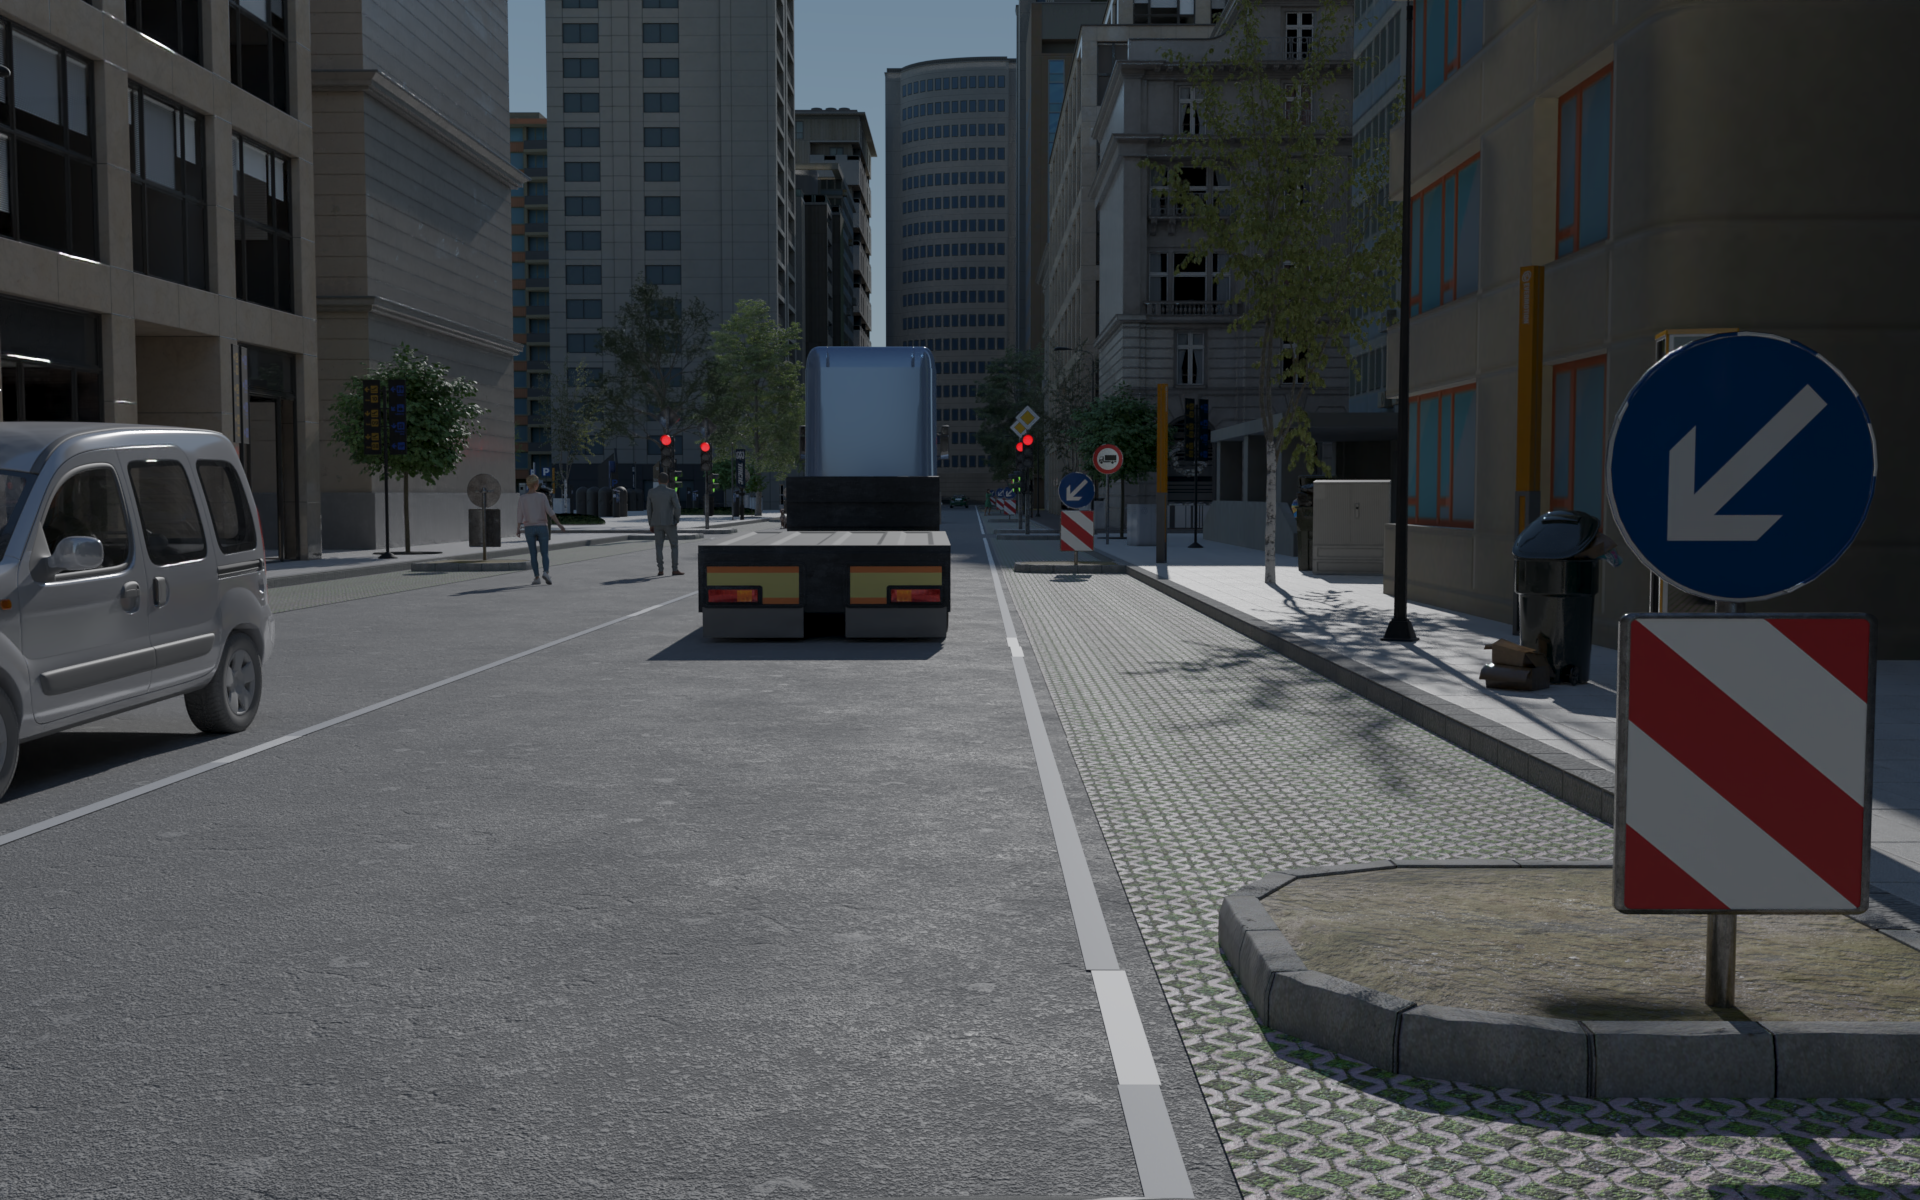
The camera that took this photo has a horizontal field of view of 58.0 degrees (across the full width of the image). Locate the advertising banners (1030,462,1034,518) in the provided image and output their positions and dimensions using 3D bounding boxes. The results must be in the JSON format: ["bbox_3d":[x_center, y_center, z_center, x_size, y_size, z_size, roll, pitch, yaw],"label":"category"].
[{"bbox_3d":[3.940,-6.008,94.412,0.090,3.025,2.074,0,4,6],"label":"advertising banners"}]

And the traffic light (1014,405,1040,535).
[{"bbox_3d":[2.120,-4.033,54.868,0.839,4.253,0.868,0,4,0],"label":"traffic light"}]

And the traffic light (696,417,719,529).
[{"bbox_3d":[-9.184,-4.526,62.917,0.839,4.253,0.868,0,4,0],"label":"traffic light"}]

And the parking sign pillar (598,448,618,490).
[{"bbox_3d":[-20.162,-6.878,100.921,1.447,3.967,1.447,-1,4,-15],"label":"parking sign pillar"}]

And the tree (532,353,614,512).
[{"bbox_3d":[-20.546,-8.589,90.800,4.360,8.622,3.978,0,3,0],"label":"tree"}]

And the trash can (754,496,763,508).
[{"bbox_3d":[-15.489,-7.434,133.206,0.748,1.137,0.748,0,3,0],"label":"trash can"}]

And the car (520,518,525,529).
[{"bbox_3d":[-17.255,-2.892,59.654,4.827,1.381,2.083,0,4,1],"label":"car"}]

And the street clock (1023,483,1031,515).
[{"bbox_3d":[4.073,-6.358,108.519,0.358,2.002,0.471,1,4,11],"label":"street clock"}]

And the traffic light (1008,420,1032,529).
[{"bbox_3d":[2.177,-4.522,62.853,0.839,4.253,0.868,0,4,0],"label":"traffic light"}]

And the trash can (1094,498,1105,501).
[{"bbox_3d":[4.964,-3.177,63.597,0.748,1.137,0.748,0,3,0],"label":"trash can"}]

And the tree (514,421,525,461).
[{"bbox_3d":[-36.112,-11.256,134.395,4.737,8.622,4.395,0,3,0],"label":"tree"}]

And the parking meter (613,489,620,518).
[{"bbox_3d":[-18.720,-5.256,94.351,0.372,1.533,0.369,0,3,0],"label":"parking meter"}]

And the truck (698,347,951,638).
[{"bbox_3d":[-1.503,-2.208,25.859,2.967,4.110,18.799,0,4,-1],"label":"truck"}]

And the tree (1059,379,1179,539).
[{"bbox_3d":[4.581,-4.042,49.794,4.285,4.588,4.351,0,3,0],"label":"tree"}]

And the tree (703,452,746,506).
[{"bbox_3d":[-17.659,-8.945,129.964,4.285,4.588,4.351,0,3,0],"label":"tree"}]

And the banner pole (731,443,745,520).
[{"bbox_3d":[-10.856,-5.774,84.420,0.863,3.779,0.401,-1,4,-11],"label":"banner pole"}]

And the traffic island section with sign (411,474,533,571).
[{"bbox_3d":[-9.114,-1.479,32.811,1.989,1.847,2.006,0,4,0],"label":"traffic island section with sign"}]

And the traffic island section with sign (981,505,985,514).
[{"bbox_3d":[2.595,-6.517,115.173,1.989,1.847,2.006,0,4,0],"label":"traffic island section with sign"}]

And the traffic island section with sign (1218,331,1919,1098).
[{"bbox_3d":[1.812,0.221,5.021,1.989,1.847,2.006,0,4,0],"label":"traffic island section with sign"}]

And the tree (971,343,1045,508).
[{"bbox_3d":[5.549,-14.562,144.742,9.857,13.997,8.962,0,3,0],"label":"tree"}]

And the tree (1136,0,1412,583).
[{"bbox_3d":[4.706,-4.544,24.665,4.737,8.622,4.395,0,3,0],"label":"tree"}]

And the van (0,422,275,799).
[{"bbox_3d":[-5.172,-0.126,9.074,2.013,2.044,4.112,0,4,2],"label":"van"}]

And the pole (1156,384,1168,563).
[{"bbox_3d":[3.746,-2.340,32.095,0.158,3.312,0.155,0,3,0],"label":"pole"}]

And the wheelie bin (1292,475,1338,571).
[{"bbox_3d":[6.014,-1.291,29.018,0.980,1.594,0.693,1,4,21],"label":"wheelie bin"}]

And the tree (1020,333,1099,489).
[{"bbox_3d":[4.856,-7.832,78.407,4.360,8.622,3.978,0,3,0],"label":"tree"}]

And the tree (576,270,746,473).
[{"bbox_3d":[-12.643,-8.478,73.029,7.601,10.594,8.767,-1,4,-15],"label":"tree"}]

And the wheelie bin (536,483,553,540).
[{"bbox_3d":[-11.660,-2.462,48.156,0.693,1.594,0.980,-1,4,-18],"label":"wheelie bin"}]

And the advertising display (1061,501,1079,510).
[{"bbox_3d":[4.857,-4.309,75.662,0.974,1.923,0.123,2,4,34],"label":"advertising display"}]

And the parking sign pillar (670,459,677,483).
[{"bbox_3d":[-21.974,-8.758,131.669,1.447,3.967,1.447,1,4,15],"label":"parking sign pillar"}]

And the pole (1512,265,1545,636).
[{"bbox_3d":[5.122,-1.331,15.599,0.158,3.312,0.155,0,3,0],"label":"pole"}]

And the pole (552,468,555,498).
[{"bbox_3d":[-31.615,-8.618,134.744,0.158,3.312,0.155,0,3,0],"label":"pole"}]

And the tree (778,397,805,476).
[{"bbox_3d":[-11.522,-10.781,126.630,4.737,8.622,4.395,0,3,0],"label":"tree"}]

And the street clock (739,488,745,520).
[{"bbox_3d":[-10.726,-4.933,85.228,0.358,2.002,0.471,0,4,4],"label":"street clock"}]

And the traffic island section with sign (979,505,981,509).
[{"bbox_3d":[2.948,-9.584,165.328,1.989,1.847,2.006,0,4,0],"label":"traffic island section with sign"}]

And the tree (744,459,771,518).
[{"bbox_3d":[-11.355,-6.098,94.298,1.663,3.219,1.824,0,3,0],"label":"tree"}]

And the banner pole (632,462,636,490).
[{"bbox_3d":[-25.132,-8.789,133.710,0.401,3.779,0.863,1,4,13],"label":"banner pole"}]

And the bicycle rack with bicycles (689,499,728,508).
[{"bbox_3d":[-17.884,-6.682,122.638,2.925,0.926,2.852,-3,4,-37],"label":"bicycle rack with bicycles"}]

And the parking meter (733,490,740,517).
[{"bbox_3d":[-12.636,-5.465,97.762,0.372,1.533,0.369,0,3,0],"label":"parking meter"}]

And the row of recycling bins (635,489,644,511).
[{"bbox_3d":[-25.028,-7.489,129.556,1.069,1.692,3.534,2,4,35],"label":"row of recycling bins"}]

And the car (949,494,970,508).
[{"bbox_3d":[-0.077,-10.027,175.736,2.131,1.459,4.920,0,4,2],"label":"car"}]

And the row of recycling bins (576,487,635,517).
[{"bbox_3d":[-20.216,-5.535,97.614,3.534,1.692,1.069,2,4,29],"label":"row of recycling bins"}]

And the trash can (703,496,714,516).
[{"bbox_3d":[-14.473,-5.387,99.730,0.748,1.137,0.748,0,3,0],"label":"trash can"}]

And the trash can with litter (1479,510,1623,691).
[{"bbox_3d":[3.938,-0.012,11.581,0.624,1.170,1.055,3,5,42],"label":"trash can with litter"}]

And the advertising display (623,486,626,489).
[{"bbox_3d":[-26.759,-8.139,138.283,0.123,1.923,0.974,-1,4,-19],"label":"advertising display"}]

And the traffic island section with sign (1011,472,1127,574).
[{"bbox_3d":[2.000,-1.428,31.975,1.989,1.847,2.006,0,4,0],"label":"traffic island section with sign"}]

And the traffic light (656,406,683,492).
[{"bbox_3d":[-9.241,-4.037,54.933,0.839,4.253,0.868,0,4,0],"label":"traffic light"}]

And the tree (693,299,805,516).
[{"bbox_3d":[-12.089,-11.208,101.377,7.486,12.596,7.792,0,3,0],"label":"tree"}]

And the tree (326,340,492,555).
[{"bbox_3d":[-11.780,-3.265,37.095,4.285,4.588,4.351,0,3,0],"label":"tree"}]

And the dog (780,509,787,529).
[{"bbox_3d":[-7.134,-3.336,71.380,0.800,0.831,0.513,-2,4,-32],"label":"dog"}]

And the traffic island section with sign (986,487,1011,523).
[{"bbox_3d":[2.394,-4.828,87.565,1.989,1.847,2.006,0,4,0],"label":"traffic island section with sign"}]

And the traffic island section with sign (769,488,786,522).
[{"bbox_3d":[-8.713,-4.904,88.814,1.989,1.847,2.006,0,4,0],"label":"traffic island section with sign"}]
